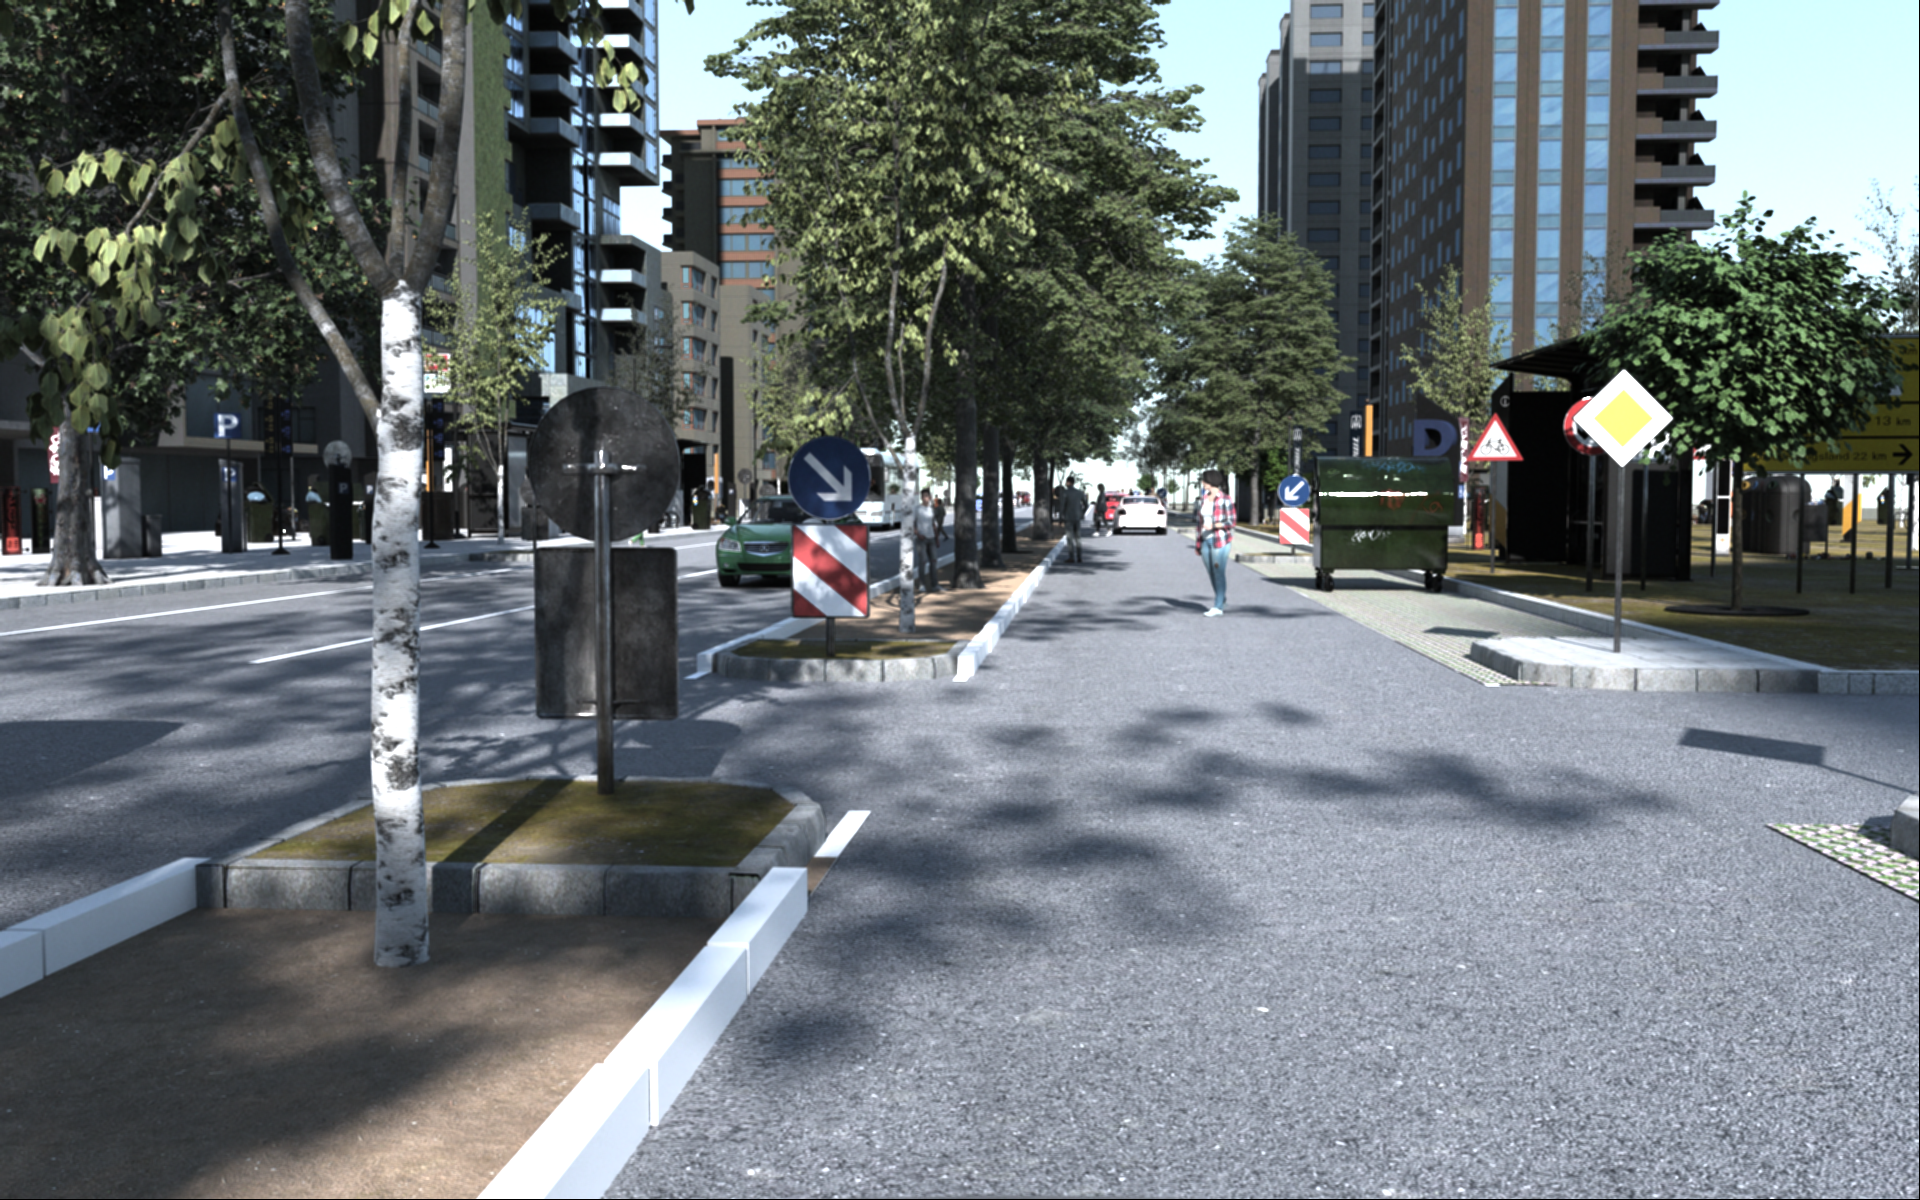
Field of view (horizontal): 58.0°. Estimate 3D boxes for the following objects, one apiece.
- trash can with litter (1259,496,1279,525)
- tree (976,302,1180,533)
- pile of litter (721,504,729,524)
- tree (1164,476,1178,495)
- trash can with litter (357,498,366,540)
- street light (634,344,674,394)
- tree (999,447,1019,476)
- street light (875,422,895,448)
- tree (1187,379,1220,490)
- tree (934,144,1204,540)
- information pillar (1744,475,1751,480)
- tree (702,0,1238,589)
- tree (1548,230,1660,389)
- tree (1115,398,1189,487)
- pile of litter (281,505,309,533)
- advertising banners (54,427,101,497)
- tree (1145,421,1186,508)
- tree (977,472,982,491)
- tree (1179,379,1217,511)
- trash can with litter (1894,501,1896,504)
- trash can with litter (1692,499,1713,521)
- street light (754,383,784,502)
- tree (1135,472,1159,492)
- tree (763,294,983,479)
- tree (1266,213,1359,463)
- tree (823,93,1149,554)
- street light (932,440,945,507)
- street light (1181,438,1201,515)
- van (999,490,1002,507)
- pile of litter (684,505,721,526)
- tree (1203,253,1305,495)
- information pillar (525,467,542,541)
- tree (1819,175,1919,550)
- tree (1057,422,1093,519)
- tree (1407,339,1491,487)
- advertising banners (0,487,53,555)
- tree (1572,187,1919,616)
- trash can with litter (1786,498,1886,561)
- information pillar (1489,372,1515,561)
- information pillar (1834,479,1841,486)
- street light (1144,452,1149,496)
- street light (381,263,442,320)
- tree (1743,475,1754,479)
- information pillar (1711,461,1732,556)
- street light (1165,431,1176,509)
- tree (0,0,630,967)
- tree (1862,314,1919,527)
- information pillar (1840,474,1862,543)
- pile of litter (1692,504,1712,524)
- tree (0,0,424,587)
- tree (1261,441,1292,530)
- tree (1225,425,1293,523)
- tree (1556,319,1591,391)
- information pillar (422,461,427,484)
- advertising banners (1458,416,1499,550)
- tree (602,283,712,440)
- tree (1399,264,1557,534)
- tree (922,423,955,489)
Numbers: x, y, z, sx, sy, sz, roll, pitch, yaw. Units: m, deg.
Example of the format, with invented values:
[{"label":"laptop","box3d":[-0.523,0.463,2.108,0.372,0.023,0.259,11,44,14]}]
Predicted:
[{"label":"trash can with litter","box3d":[13.002,-3.801,73.210,1.678,1.210,2.233,1,4,15]},{"label":"tree","box3d":[3.164,-7.655,62.026,8.767,10.594,7.601,0,4,5]},{"label":"pile of litter","box3d":[-10.393,-3.639,73.456,1.176,0.858,1.719,2,4,28]},{"label":"tree","box3d":[22.179,-11.404,181.053,1.663,3.219,1.824,0,3,0]},{"label":"trash can with litter","box3d":[-16.050,-2.224,47.744,1.055,1.170,0.624,-1,4,-20]},{"label":"street light","box3d":[-9.579,-4.978,53.931,1.470,5.913,1.316,0,4,5]},{"label":"tree","box3d":[3.835,-20.307,242.394,12.009,13.543,11.850,0,3,0]},{"label":"street light","box3d":[-4.873,-8.484,111.261,1.470,5.913,1.316,0,4,5]},{"label":"tree","box3d":[14.979,-9.234,101.345,4.737,8.622,4.395,0,3,0]},{"label":"tree","box3d":[2.568,-8.808,53.130,9.857,13.997,8.962,0,3,0]},{"label":"information pillar","box3d":[35.887,-5.354,78.889,0.504,3.616,0.183,-3,4,-38]},{"label":"tree","box3d":[0.175,-6.407,25.340,7.486,12.596,7.792,0,3,0]},{"label":"tree","box3d":[18.816,-6.047,49.231,4.360,8.622,3.978,0,3,0]},{"label":"tree","box3d":[23.895,-18.620,214.802,12.009,13.543,11.850,0,3,0]},{"label":"pile of litter","box3d":[-22.310,-2.684,57.851,1.719,0.858,1.176,0,4,-1]},{"label":"advertising banners","box3d":[-22.166,-2.928,44.066,2.074,3.025,0.090,-1,4,-11]},{"label":"tree","box3d":[19.210,-12.840,160.303,4.360,8.622,3.978,0,3,0]},{"label":"tree","box3d":[0.962,-13.551,205.273,4.285,4.588,4.351,0,3,0]},{"label":"tree","box3d":[17.939,-12.239,134.524,7.601,10.594,8.767,1,4,15]},{"label":"trash can with litter","box3d":[45.523,-4.496,84.903,0.624,1.170,1.055,2,4,30]},{"label":"trash can with litter","box3d":[35.576,-4.384,83.066,1.055,1.170,0.624,0,4,2]},{"label":"street light","box3d":[-8.089,-6.137,72.886,1.470,5.913,1.316,0,4,5]},{"label":"tree","box3d":[25.676,-15.458,236.448,4.285,4.588,4.351,0,3,0]},{"label":"tree","box3d":[-6.812,-11.732,102.193,12.009,13.543,11.850,0,3,0]},{"label":"tree","box3d":[12.356,-9.296,70.114,7.486,12.596,7.792,0,3,0]},{"label":"tree","box3d":[1.087,-6.942,41.710,9.928,11.665,9.643,0,3,0]},{"label":"street light","box3d":[-1.809,-10.845,149.857,1.470,5.913,1.316,0,4,5]},{"label":"street light","box3d":[14.437,-8.285,107.995,1.470,5.913,1.316,0,4,5]},{"label":"van","box3d":[3.411,-9.281,158.753,2.013,2.044,4.112,0,4,6]},{"label":"pile of litter","box3d":[-10.591,-3.397,69.505,1.719,0.858,1.176,0,4,-5]},{"label":"tree","box3d":[14.005,-11.283,91.137,9.857,13.997,8.962,0,3,0]},{"label":"information pillar","box3d":[-11.652,-2.621,47.347,0.304,2.012,0.304,2,4,30]},{"label":"tree","box3d":[21.601,-5.441,39.330,4.360,8.622,3.978,0,3,0]},{"label":"tree","box3d":[5.157,-8.250,87.709,4.360,8.622,3.978,0,3,0]},{"label":"tree","box3d":[22.966,-8.012,81.353,4.360,8.622,3.978,0,3,0]},{"label":"advertising banners","box3d":[-19.951,-2.460,36.413,0.090,3.025,2.074,1,4,18]},{"label":"tree","box3d":[8.456,-2.146,18.801,4.285,4.588,4.351,0,3,0]},{"label":"trash can with litter","box3d":[17.199,-1.402,33.979,2.233,1.210,1.678,0,4,6]},{"label":"information pillar","box3d":[10.484,-2.577,33.495,0.183,3.616,0.504,-3,4,-37]},{"label":"information pillar","box3d":[42.329,-4.843,83.678,0.304,2.012,0.304,1,4,18]},{"label":"street light","box3d":[21.063,-13.279,189.646,1.470,5.913,1.316,0,4,5]},{"label":"street light","box3d":[-11.106,-3.819,34.980,1.470,5.913,1.316,0,4,5]},{"label":"tree","box3d":[38.662,-8.224,84.829,4.360,8.622,3.978,0,3,0]},{"label":"information pillar","box3d":[15.736,-1.914,35.780,0.304,2.012,0.304,1,4,11]},{"label":"street light","box3d":[15.898,-9.454,127.110,1.470,5.913,1.316,0,4,5]},{"label":"tree","box3d":[-1.723,-3.207,5.261,4.737,8.622,4.395,0,3,0]},{"label":"tree","box3d":[36.366,-7.117,66.728,4.737,8.622,4.395,0,3,0]},{"label":"information pillar","box3d":[23.582,-3.327,45.754,0.183,3.616,0.504,-2,4,-29]},{"label":"pile of litter","box3d":[31.644,-3.646,73.573,1.176,0.858,1.719,-2,4,-30]},{"label":"tree","box3d":[-12.472,-6.561,24.287,9.611,12.733,9.660,0,3,0]},{"label":"tree","box3d":[11.387,-4.168,62.741,1.663,3.219,1.824,0,3,0]},{"label":"tree","box3d":[13.473,-5.717,77.183,4.285,4.588,4.351,0,3,0]},{"label":"tree","box3d":[25.450,-7.445,72.085,4.737,8.622,4.395,0,3,0]},{"label":"information pillar","box3d":[-22.256,-4.916,71.735,0.183,3.616,0.504,2,4,32]},{"label":"advertising banners","box3d":[11.915,-2.661,39.692,2.074,3.025,0.090,-3,5,-44]},{"label":"tree","box3d":[-10.827,-6.778,61.175,4.360,8.622,3.978,0,3,0]},{"label":"tree","box3d":[16.032,-6.393,54.888,4.737,8.622,4.395,0,3,0]},{"label":"tree","box3d":[-2.076,-13.223,166.558,4.360,8.622,3.978,0,3,0]}]
